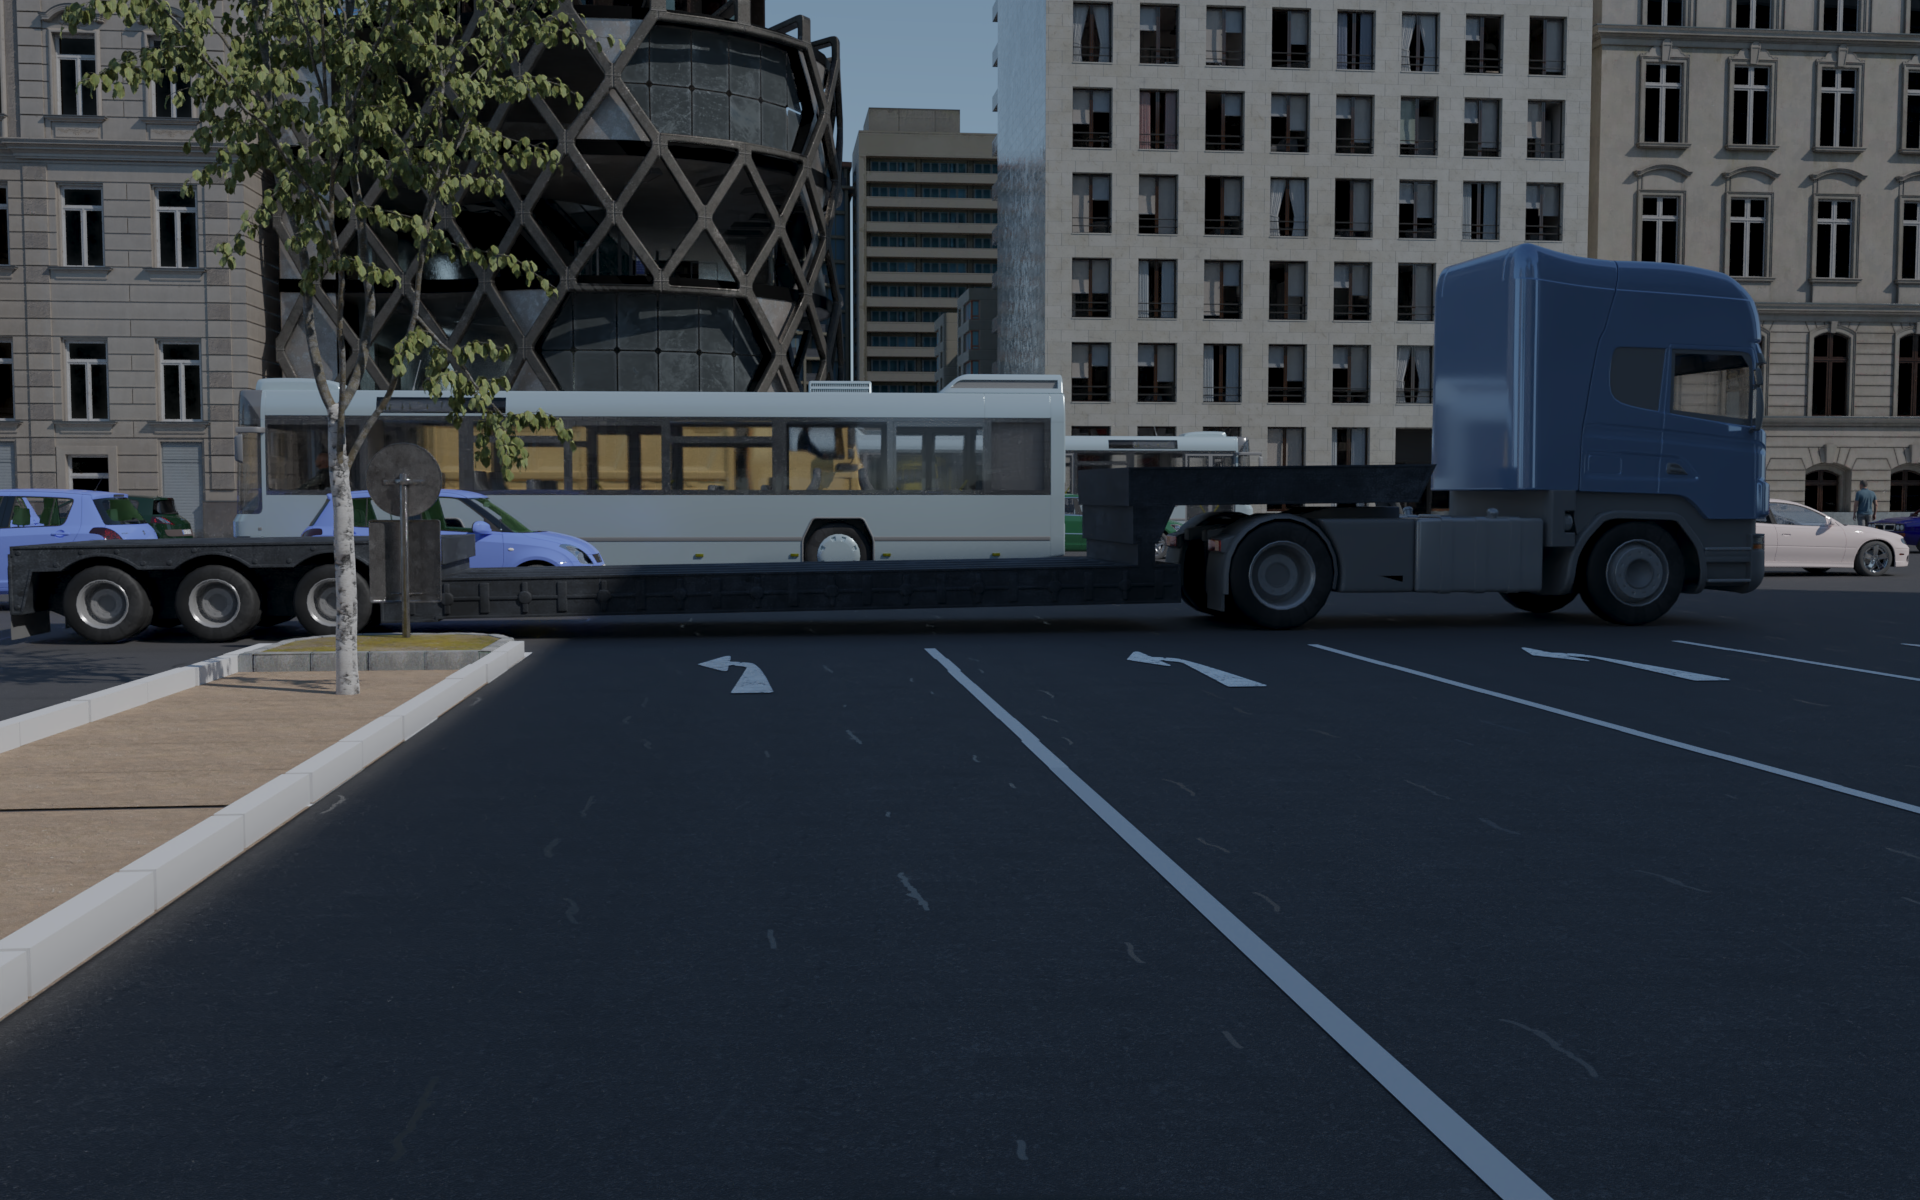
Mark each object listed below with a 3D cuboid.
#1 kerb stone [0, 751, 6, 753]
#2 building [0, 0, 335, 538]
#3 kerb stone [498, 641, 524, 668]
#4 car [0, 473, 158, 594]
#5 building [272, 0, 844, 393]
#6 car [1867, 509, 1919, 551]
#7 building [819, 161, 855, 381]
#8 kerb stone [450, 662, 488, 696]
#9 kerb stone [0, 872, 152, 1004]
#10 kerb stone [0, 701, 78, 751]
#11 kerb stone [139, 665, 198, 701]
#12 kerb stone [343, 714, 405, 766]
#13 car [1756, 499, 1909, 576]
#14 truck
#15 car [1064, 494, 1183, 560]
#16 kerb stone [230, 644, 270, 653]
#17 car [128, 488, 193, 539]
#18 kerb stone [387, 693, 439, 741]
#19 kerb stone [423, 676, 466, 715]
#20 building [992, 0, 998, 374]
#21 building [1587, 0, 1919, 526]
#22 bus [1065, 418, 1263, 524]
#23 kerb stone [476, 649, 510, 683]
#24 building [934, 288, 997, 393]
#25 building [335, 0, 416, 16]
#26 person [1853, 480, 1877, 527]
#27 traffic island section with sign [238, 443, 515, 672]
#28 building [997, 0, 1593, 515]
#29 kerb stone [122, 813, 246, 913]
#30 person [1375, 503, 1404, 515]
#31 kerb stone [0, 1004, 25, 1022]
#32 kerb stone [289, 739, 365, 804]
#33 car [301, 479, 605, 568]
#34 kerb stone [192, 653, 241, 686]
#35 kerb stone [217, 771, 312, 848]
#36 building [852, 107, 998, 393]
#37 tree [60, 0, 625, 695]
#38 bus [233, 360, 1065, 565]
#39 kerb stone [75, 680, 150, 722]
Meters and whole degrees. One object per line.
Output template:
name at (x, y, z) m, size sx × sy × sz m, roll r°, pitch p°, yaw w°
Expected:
kerb stone at (-5.298, 0.792, 9.250) m, size 0.120 × 0.150 × 1.000 m, roll 0°, pitch 4°, yaw -7°
building at (-32.958, -15.647, 53.090) m, size 25.104 × 27.353 × 12.463 m, roll 0°, pitch 4°, yaw -7°
kerb stone at (-3.806, 0.464, 14.612) m, size 0.120 × 0.150 × 1.000 m, roll 0°, pitch 4°, yaw -7°
car at (-12.063, -0.745, 21.777) m, size 3.694 × 1.707 × 1.945 m, roll 0°, pitch 4°, yaw -5°
building at (-12.365, -11.637, 57.721) m, size 16.811 × 18.784 × 16.820 m, roll 0°, pitch 4°, yaw -7°
car at (24.399, -1.827, 42.445) m, size 3.894 × 1.354 × 1.945 m, roll 0°, pitch 4°, yaw -6°
building at (-28.087, -34.524, 219.098) m, size 28.867 × 44.769 × 22.147 m, roll 0°, pitch 4°, yaw -7°
kerb stone at (-3.582, 0.589, 12.570) m, size 0.120 × 0.150 × 1.000 m, roll 0°, pitch 4°, yaw -7°
kerb stone at (-2.746, 1.029, 5.391) m, size 0.120 × 0.150 × 1.000 m, roll 0°, pitch 4°, yaw -7°
kerb stone at (-5.425, 0.734, 10.273) m, size 0.120 × 0.150 × 1.000 m, roll 0°, pitch 4°, yaw -7°
kerb stone at (-5.665, 0.606, 12.321) m, size 0.120 × 0.150 × 1.000 m, roll 0°, pitch 4°, yaw -7°
kerb stone at (-3.223, 0.777, 9.499) m, size 0.120 × 0.150 × 1.000 m, roll 0°, pitch 4°, yaw -7°
car at (14.350, -1.127, 30.793) m, size 4.827 × 1.381 × 2.083 m, roll 0°, pitch 4°, yaw -7°
truck at (0.143, -1.772, 18.738) m, size 18.799 × 4.110 × 2.967 m, roll -1°, pitch 4°, yaw -8°
car at (2.722, -1.637, 38.565) m, size 4.920 × 1.459 × 2.131 m, roll 0°, pitch 4°, yaw -6°
kerb stone at (-5.891, 0.479, 14.366) m, size 0.120 × 0.150 × 1.000 m, roll 0°, pitch 4°, yaw -7°
car at (-19.849, -1.830, 39.701) m, size 4.222 × 1.686 × 2.009 m, roll 0°, pitch 4°, yaw -5°
kerb stone at (-3.334, 0.714, 10.520) m, size 0.120 × 0.150 × 1.000 m, roll 0°, pitch 4°, yaw -7°
kerb stone at (-3.457, 0.654, 11.540) m, size 0.120 × 0.150 × 1.000 m, roll 0°, pitch 4°, yaw -7°
building at (14.475, -31.248, 130.505) m, size 23.786 × 49.044 × 30.456 m, roll 0°, pitch 4°, yaw -7°
building at (36.404, -14.843, 61.765) m, size 34.723 × 24.649 × 14.460 m, roll 0°, pitch 4°, yaw -7°
bus at (2.014, -3.169, 46.681) m, size 13.247 × 3.499 × 2.948 m, roll -1°, pitch 4°, yaw -8°
kerb stone at (-3.687, 0.528, 13.592) m, size 0.120 × 0.150 × 1.000 m, roll 0°, pitch 4°, yaw -7°
building at (12.821, -19.345, 161.335) m, size 27.650 × 21.520 × 28.899 m, roll 0°, pitch 4°, yaw -7°
building at (-45.277, -49.477, 121.628) m, size 22.319 × 86.520 × 31.000 m, roll 0°, pitch 4°, yaw -7°
person at (23.846, -2.265, 45.660) m, size 0.598 × 1.807 × 0.434 m, roll 1°, pitch 4°, yaw 11°
traffic island section with sign at (-4.895, -0.412, 14.872) m, size 2.006 × 1.907 × 1.989 m, roll 0°, pitch 4°, yaw -7°
building at (10.276, -12.377, 57.124) m, size 16.860 × 20.320 × 10.420 m, roll 0°, pitch 4°, yaw -7°
kerb stone at (-2.864, 0.965, 6.413) m, size 0.120 × 0.150 × 1.000 m, roll 0°, pitch 4°, yaw -7°
person at (6.911, -1.231, 28.402) m, size 0.755 × 1.850 × 0.659 m, roll 0°, pitch 4°, yaw 0°
kerb stone at (-2.628, 1.092, 4.370) m, size 0.120 × 0.150 × 1.000 m, roll 0°, pitch 4°, yaw -7°
kerb stone at (-3.100, 0.839, 8.472) m, size 0.120 × 0.150 × 1.000 m, roll 0°, pitch 4°, yaw -7°
car at (-6.220, -0.717, 21.321) m, size 3.694 × 1.707 × 1.945 m, roll 0°, pitch 4°, yaw -6°
kerb stone at (-5.773, 0.547, 13.346) m, size 0.120 × 0.150 × 1.000 m, roll 0°, pitch 4°, yaw -7°
kerb stone at (-2.987, 0.902, 7.444) m, size 0.120 × 0.150 × 1.000 m, roll 0°, pitch 4°, yaw -7°
building at (-2.970, -36.559, 221.438) m, size 21.600 × 48.544 × 21.300 m, roll 0°, pitch 4°, yaw -7°
tree at (-4.296, -3.610, 11.850) m, size 4.737 × 8.622 × 4.395 m, roll 0°, pitch 3°, yaw 0°
bus at (-5.094, -1.971, 27.084) m, size 13.247 × 3.499 × 2.948 m, roll 0°, pitch 4°, yaw -5°
kerb stone at (-5.540, 0.667, 11.298) m, size 0.120 × 0.150 × 1.000 m, roll 0°, pitch 4°, yaw -7°
